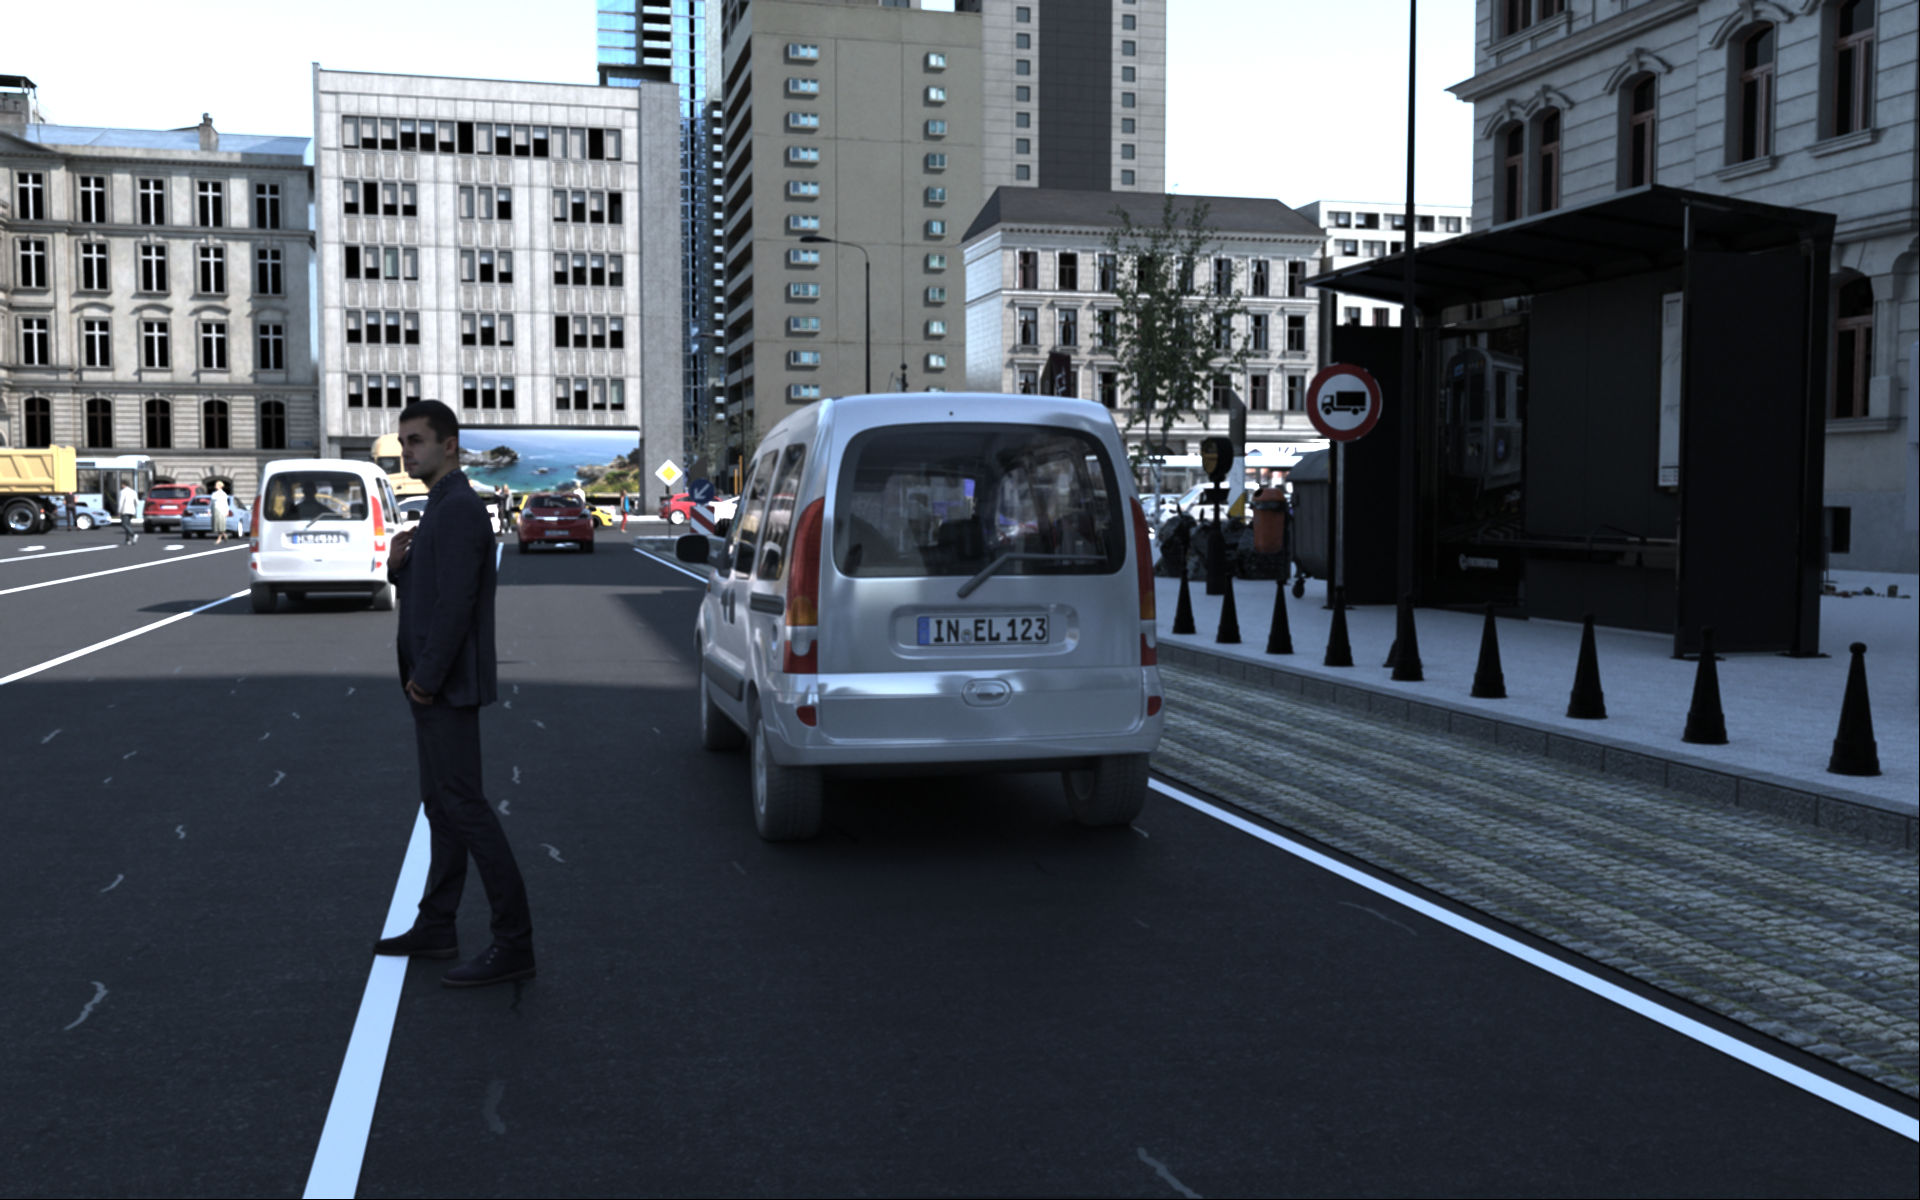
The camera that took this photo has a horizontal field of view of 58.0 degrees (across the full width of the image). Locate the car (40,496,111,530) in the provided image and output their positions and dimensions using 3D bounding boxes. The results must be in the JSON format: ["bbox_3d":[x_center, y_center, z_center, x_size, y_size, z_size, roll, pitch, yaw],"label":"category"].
[{"bbox_3d":[-36.584,-3.519,69.534,4.499,1.417,2.014,-1,4,-13],"label":"car"}]

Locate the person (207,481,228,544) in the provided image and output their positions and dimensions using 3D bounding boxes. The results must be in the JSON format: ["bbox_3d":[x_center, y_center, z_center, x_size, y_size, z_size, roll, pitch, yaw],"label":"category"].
[{"bbox_3d":[-21.278,-2.512,49.803,0.478,1.798,0.641,1,4,22],"label":"person"}]

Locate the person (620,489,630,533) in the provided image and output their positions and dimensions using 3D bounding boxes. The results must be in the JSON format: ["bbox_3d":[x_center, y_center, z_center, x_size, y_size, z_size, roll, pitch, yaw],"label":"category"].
[{"bbox_3d":[-12.500,-3.327,64.601,0.444,1.614,0.593,2,4,27],"label":"person"}]

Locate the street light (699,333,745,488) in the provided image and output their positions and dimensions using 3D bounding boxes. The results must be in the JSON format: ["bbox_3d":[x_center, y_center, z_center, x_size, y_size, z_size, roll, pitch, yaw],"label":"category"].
[{"bbox_3d":[-6.834,-4.755,50.285,1.470,5.913,1.316,-1,4,-14],"label":"street light"}]

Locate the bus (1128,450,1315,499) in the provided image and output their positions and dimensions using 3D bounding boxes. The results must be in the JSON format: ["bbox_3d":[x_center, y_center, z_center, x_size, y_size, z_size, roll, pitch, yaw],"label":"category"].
[{"bbox_3d":[9.689,-4.696,71.647,13.247,3.499,2.948,-1,4,-16],"label":"bus"}]

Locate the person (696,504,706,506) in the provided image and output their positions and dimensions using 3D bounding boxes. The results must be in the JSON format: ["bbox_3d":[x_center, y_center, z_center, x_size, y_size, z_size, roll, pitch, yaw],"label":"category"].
[{"bbox_3d":[-10.253,-3.648,68.494,0.444,1.785,0.601,3,4,38],"label":"person"}]

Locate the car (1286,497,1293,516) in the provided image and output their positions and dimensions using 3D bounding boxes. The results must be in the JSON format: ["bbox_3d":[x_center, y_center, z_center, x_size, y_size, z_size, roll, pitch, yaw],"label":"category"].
[{"bbox_3d":[13.016,-3.383,67.887,3.894,1.354,1.945,-1,4,-13],"label":"car"}]

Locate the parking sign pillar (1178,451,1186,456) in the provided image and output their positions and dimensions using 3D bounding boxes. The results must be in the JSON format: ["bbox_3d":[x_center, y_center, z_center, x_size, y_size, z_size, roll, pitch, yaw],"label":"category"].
[{"bbox_3d":[13.296,-7.260,107.165,1.447,3.967,1.447,0,4,-4],"label":"parking sign pillar"}]

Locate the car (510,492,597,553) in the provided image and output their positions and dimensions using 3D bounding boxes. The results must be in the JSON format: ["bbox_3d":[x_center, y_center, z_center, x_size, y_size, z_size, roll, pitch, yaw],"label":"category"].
[{"bbox_3d":[-10.163,-2.101,43.396,2.155,1.783,4.494,-1,4,-15],"label":"car"}]

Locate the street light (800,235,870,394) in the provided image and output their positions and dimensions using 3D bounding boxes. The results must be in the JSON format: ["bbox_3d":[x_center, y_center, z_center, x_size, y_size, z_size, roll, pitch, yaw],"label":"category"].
[{"bbox_3d":[-2.198,-3.600,31.401,1.470,5.913,1.316,-1,4,-14],"label":"street light"}]

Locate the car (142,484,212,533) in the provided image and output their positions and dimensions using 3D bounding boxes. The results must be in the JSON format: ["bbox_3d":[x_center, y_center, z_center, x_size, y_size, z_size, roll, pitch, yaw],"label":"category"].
[{"bbox_3d":[-29.241,-3.447,65.034,2.281,1.827,5.304,-1,4,-15],"label":"car"}]

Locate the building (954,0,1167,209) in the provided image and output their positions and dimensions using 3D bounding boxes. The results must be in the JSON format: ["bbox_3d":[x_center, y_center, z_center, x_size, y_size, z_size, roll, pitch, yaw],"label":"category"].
[{"bbox_3d":[9.700,-46.157,192.926,20.611,71.187,20.563,-1,4,-14],"label":"building"}]

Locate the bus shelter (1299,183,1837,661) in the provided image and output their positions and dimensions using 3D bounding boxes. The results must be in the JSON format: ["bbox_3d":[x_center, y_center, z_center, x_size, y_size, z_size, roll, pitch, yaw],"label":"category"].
[{"bbox_3d":[5.305,-1.534,16.360,1.731,3.624,6.357,-1,4,-14],"label":"bus shelter"}]

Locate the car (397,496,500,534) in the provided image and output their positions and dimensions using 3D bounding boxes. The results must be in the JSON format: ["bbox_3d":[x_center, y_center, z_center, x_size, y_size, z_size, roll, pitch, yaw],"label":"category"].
[{"bbox_3d":[-16.340,-2.429,52.071,4.827,1.381,2.083,-1,4,-16],"label":"car"}]

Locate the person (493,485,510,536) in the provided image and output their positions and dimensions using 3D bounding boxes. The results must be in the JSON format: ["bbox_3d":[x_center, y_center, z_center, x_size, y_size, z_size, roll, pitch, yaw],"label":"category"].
[{"bbox_3d":[-15.543,-3.030,58.850,0.742,1.727,0.445,1,4,16],"label":"person"}]

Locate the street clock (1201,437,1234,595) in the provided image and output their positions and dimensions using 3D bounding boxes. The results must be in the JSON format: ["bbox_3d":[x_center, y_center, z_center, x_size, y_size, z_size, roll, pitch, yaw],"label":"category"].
[{"bbox_3d":[3.262,-1.066,22.004,0.358,2.002,0.471,-1,4,-19],"label":"street clock"}]

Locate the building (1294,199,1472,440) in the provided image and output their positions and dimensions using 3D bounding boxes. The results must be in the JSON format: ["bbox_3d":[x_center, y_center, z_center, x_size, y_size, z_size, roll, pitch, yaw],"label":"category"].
[{"bbox_3d":[30.620,-16.087,117.773,16.860,20.320,10.420,-1,4,-14],"label":"building"}]

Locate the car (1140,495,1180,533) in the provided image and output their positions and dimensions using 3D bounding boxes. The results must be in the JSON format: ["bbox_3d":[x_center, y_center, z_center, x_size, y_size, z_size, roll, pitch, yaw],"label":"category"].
[{"bbox_3d":[8.058,-3.189,64.135,4.499,1.417,2.014,-1,4,-15],"label":"car"}]

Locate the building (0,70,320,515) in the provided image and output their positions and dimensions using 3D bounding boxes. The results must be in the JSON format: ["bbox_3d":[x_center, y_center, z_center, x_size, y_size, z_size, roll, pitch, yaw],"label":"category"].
[{"bbox_3d":[-54.063,-17.054,97.914,34.723,24.649,14.460,-1,4,-14],"label":"building"}]

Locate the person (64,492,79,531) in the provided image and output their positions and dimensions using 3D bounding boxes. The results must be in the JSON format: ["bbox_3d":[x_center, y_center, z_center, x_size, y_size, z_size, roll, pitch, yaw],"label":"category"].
[{"bbox_3d":[-34.311,-3.482,66.897,0.415,1.643,0.593,1,4,18],"label":"person"}]

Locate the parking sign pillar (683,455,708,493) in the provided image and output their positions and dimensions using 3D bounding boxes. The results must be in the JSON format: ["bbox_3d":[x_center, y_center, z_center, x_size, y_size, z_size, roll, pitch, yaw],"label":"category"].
[{"bbox_3d":[-17.977,-7.966,118.714,1.447,3.967,1.447,-2,4,-27],"label":"parking sign pillar"}]

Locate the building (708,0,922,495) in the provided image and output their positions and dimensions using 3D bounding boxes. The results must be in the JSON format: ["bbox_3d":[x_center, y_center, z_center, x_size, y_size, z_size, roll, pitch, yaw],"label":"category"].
[{"bbox_3d":[-16.332,-45.743,186.142,20.563,71.187,20.611,-1,4,-14],"label":"building"}]

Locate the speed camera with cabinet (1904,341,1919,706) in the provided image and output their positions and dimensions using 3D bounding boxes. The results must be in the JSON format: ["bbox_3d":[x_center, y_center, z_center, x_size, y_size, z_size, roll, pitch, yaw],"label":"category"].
[{"bbox_3d":[5.897,-0.930,9.534,0.660,3.252,2.038,1,4,9],"label":"speed camera with cabinet"}]

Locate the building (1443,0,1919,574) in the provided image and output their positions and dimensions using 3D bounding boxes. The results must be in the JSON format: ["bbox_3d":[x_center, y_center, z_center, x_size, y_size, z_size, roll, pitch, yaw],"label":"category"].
[{"bbox_3d":[20.623,-14.900,31.003,14.401,28.519,23.554,-1,4,-14],"label":"building"}]

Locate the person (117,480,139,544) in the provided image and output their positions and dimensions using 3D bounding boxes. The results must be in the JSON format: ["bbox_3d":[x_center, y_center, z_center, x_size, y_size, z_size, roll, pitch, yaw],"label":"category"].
[{"bbox_3d":[-23.695,-2.512,49.412,0.795,1.843,0.661,1,4,21],"label":"person"}]

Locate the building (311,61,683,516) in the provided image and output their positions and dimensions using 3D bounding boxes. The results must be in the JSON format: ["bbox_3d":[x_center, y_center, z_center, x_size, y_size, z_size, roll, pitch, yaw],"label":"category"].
[{"bbox_3d":[-27.194,-17.453,103.374,19.932,24.808,12.078,-1,4,-14],"label":"building"}]

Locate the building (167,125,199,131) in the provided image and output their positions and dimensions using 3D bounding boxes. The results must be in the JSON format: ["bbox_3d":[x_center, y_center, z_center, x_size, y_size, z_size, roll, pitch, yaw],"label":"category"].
[{"bbox_3d":[-101.339,-40.862,257.334,27.495,52.752,28.713,-1,4,-14],"label":"building"}]

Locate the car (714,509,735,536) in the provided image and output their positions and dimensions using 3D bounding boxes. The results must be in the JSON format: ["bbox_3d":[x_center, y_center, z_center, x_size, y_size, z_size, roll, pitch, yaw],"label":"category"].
[{"bbox_3d":[-6.404,-2.755,57.414,4.827,1.381,2.083,-1,4,-15],"label":"car"}]

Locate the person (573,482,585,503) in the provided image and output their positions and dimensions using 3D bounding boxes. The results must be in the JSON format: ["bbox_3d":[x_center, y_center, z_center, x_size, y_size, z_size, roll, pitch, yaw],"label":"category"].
[{"bbox_3d":[-12.910,-3.083,58.787,0.818,1.842,0.514,0,4,4],"label":"person"}]

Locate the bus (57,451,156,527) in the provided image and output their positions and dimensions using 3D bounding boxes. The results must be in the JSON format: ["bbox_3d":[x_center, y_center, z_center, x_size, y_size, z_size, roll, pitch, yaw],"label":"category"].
[{"bbox_3d":[-41.822,-4.987,76.405,13.247,3.499,2.948,-1,4,-16],"label":"bus"}]

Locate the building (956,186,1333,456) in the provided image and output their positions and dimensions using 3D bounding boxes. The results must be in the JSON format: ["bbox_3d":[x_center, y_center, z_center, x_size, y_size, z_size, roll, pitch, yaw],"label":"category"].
[{"bbox_3d":[2.734,-15.864,110.287,40.483,20.767,10.553,-1,4,-14],"label":"building"}]

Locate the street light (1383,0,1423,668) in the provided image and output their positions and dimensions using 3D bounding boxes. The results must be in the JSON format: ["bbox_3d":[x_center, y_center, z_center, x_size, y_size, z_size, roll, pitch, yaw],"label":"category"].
[{"bbox_3d":[2.777,-2.450,12.604,1.470,5.913,1.316,-1,4,-14],"label":"street light"}]

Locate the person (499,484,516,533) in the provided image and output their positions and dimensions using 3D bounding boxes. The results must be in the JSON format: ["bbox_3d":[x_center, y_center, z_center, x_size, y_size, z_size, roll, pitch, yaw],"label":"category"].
[{"bbox_3d":[-16.746,-3.389,64.095,0.709,1.800,0.728,0,4,2],"label":"person"}]

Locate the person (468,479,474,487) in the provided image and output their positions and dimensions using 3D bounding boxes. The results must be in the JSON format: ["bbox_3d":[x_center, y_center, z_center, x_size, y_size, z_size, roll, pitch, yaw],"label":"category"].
[{"bbox_3d":[-12.155,-2.088,42.871,0.478,1.798,0.641,-1,4,-12],"label":"person"}]

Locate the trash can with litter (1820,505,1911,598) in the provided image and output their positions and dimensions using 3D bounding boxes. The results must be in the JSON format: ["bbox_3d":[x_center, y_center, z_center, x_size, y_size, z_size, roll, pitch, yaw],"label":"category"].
[{"bbox_3d":[11.036,-0.660,21.849,2.233,1.210,1.678,2,4,32],"label":"trash can with litter"}]

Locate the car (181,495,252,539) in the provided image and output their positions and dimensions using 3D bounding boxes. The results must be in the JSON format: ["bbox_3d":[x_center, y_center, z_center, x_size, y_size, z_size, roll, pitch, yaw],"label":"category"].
[{"bbox_3d":[-24.319,-2.736,56.728,2.014,1.417,4.499,-1,4,-15],"label":"car"}]

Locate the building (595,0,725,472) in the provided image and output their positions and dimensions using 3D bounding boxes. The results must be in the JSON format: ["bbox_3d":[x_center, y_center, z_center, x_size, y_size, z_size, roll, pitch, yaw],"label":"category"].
[{"bbox_3d":[-43.974,-58.380,267.179,31.000,86.520,22.319,-1,4,-14],"label":"building"}]

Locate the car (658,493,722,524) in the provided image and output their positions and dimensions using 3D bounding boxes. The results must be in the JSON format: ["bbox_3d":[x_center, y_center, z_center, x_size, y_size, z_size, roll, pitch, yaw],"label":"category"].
[{"bbox_3d":[-12.138,-4.507,82.737,4.494,1.783,2.155,-1,4,-16],"label":"car"}]

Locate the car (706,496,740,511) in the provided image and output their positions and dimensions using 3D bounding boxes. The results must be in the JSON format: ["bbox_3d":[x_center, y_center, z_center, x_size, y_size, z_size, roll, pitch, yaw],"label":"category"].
[{"bbox_3d":[-9.202,-4.032,78.288,4.827,1.381,2.083,-1,4,-14],"label":"car"}]

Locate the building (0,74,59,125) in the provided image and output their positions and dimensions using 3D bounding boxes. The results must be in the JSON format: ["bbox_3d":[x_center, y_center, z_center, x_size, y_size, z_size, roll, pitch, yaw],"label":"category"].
[{"bbox_3d":[-96.576,-29.756,170.106,14.086,41.232,14.154,-1,4,-14],"label":"building"}]

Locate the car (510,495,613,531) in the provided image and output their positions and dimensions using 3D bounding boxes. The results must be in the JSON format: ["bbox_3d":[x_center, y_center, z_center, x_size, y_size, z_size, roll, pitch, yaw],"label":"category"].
[{"bbox_3d":[-15.754,-3.559,68.408,3.980,1.641,2.015,-1,4,-16],"label":"car"}]

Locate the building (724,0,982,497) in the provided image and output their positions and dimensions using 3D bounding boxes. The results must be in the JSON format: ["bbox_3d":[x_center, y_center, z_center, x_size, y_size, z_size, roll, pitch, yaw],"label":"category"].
[{"bbox_3d":[-10.617,-33.202,166.548,21.300,48.544,21.600,-1,4,-14],"label":"building"}]

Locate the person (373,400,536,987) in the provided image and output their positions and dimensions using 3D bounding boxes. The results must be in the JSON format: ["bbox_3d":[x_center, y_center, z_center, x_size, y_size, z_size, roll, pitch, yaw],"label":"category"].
[{"bbox_3d":[-1.542,0.258,5.205,0.530,1.710,0.541,0,4,-7],"label":"person"}]
